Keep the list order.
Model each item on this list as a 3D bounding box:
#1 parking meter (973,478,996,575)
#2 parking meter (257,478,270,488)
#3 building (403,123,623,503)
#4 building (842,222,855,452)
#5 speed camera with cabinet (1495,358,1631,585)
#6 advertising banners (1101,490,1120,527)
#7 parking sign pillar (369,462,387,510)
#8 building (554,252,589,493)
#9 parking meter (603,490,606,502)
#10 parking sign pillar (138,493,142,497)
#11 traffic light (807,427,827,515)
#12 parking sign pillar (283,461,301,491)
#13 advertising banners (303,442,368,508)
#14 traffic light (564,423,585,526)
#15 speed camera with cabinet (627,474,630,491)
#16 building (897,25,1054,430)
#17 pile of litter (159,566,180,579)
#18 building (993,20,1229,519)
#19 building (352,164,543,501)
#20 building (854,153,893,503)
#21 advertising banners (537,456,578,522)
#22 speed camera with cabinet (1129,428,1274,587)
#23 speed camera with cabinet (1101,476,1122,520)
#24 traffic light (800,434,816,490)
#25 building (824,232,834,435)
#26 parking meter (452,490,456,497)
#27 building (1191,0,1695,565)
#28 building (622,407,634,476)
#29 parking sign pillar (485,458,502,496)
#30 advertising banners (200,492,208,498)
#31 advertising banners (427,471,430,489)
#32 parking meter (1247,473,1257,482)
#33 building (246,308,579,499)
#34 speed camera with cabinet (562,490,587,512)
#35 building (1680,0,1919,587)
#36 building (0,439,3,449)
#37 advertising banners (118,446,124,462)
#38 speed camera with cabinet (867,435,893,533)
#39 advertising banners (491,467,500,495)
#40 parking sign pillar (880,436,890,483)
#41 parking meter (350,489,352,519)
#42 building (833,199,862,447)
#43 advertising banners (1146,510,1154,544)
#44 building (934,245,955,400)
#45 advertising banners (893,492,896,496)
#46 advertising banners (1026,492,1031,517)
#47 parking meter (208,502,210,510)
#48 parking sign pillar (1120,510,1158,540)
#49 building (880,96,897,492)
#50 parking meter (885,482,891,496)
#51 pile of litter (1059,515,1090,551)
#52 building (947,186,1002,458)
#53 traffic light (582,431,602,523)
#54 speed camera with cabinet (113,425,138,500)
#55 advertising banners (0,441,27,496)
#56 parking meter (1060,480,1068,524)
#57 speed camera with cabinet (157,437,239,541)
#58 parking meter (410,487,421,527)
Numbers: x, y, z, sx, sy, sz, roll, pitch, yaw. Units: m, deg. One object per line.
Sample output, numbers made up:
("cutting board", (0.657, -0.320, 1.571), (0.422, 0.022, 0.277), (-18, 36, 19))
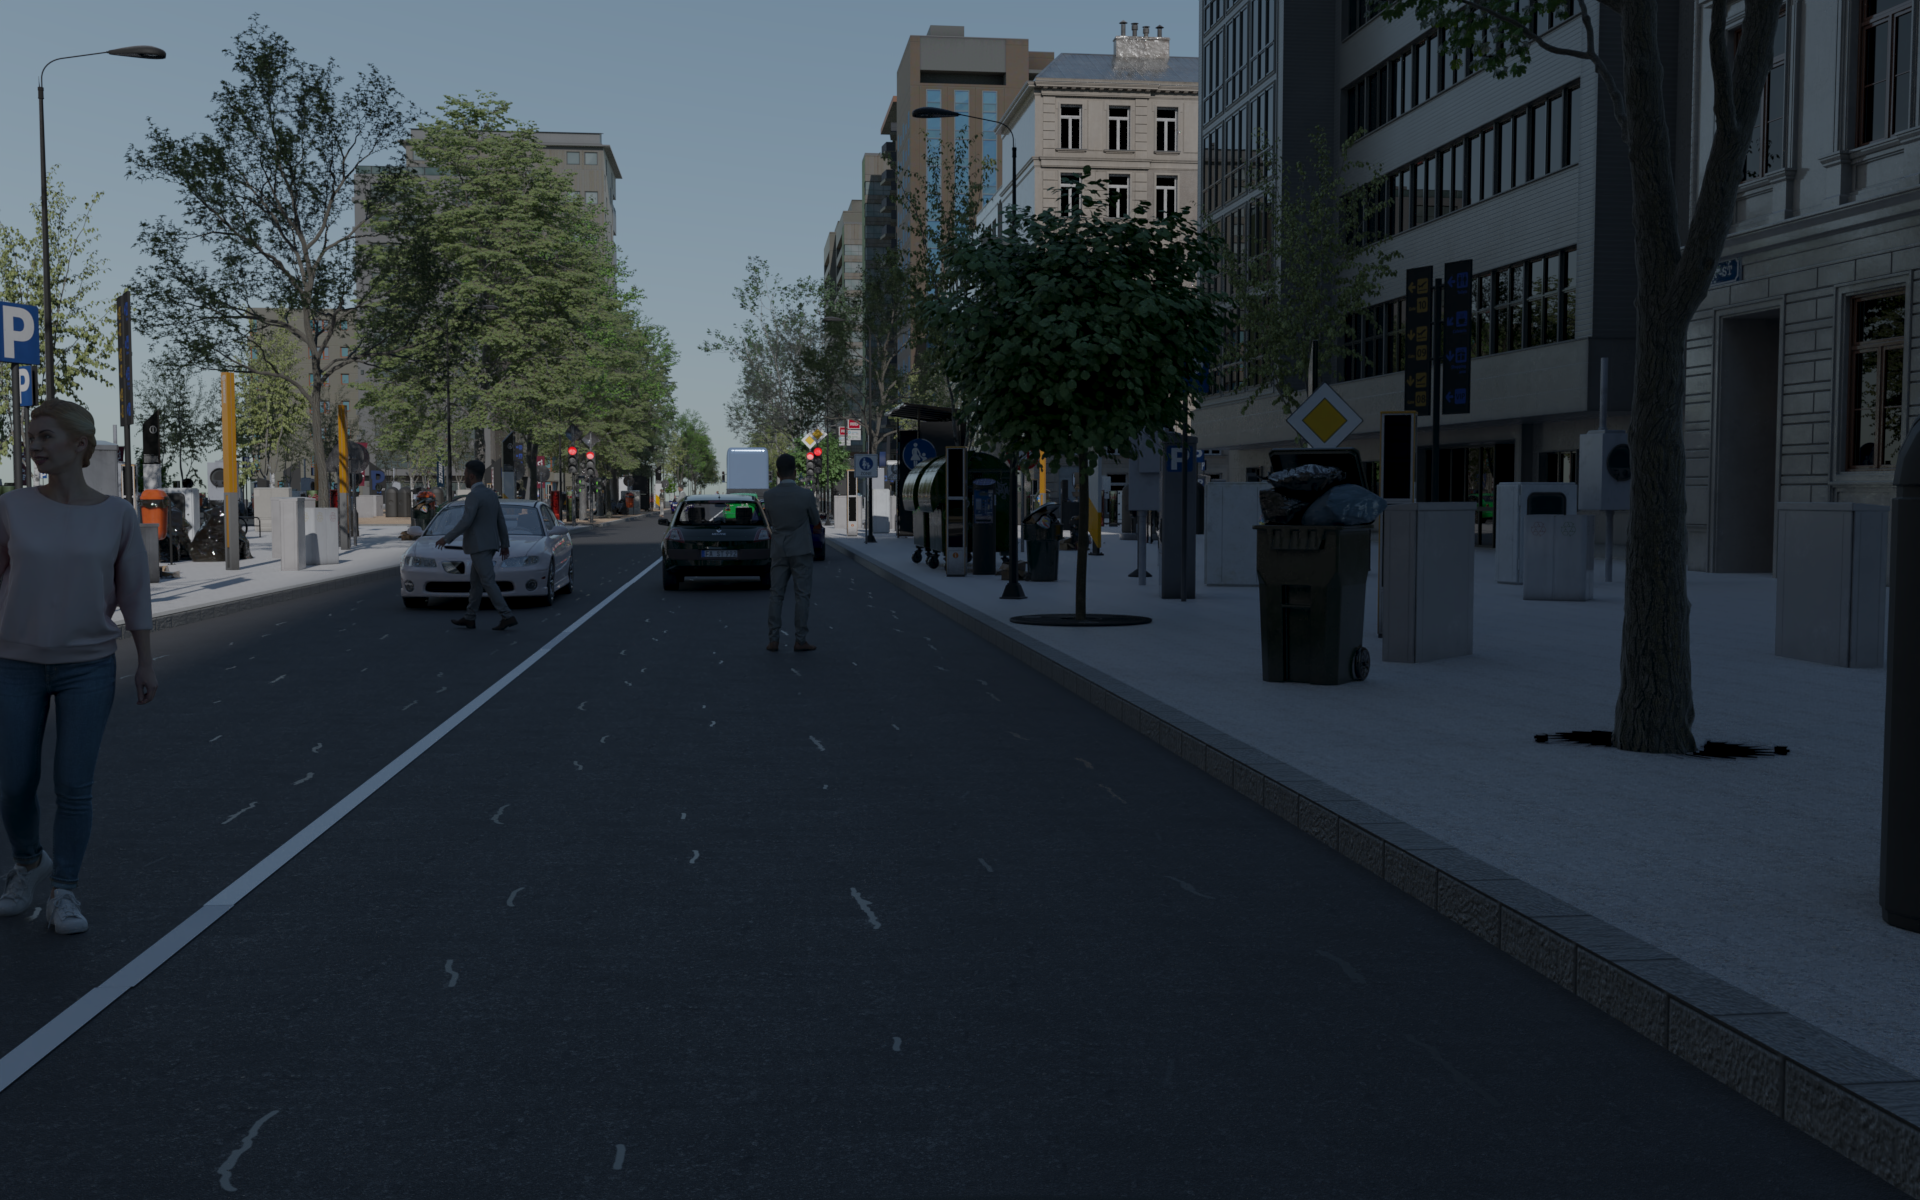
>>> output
("parking meter", (0.385, -1.168, 27.506), (0.372, 1.533, 0.369), (0, 3, 0))
("parking meter", (-24.812, -3.429, 61.768), (0.399, 1.863, 0.255), (0, 4, 4))
("building", (-64.716, -40.690, 254.527), (28.713, 52.752, 27.495), (0, 4, -7))
("building", (-10.847, -35.390, 262.218), (14.154, 41.232, 14.086), (0, 4, -7))
("speed camera with cabinet", (8.739, -1.865, 24.831), (2.038, 3.252, 0.660), (-1, 4, -17))
("advertising banners", (5.548, -4.420, 68.452), (0.090, 3.025, 2.074), (-3, 5, -40))
("parking sign pillar", (-48.084, -9.455, 143.067), (1.447, 3.967, 1.447), (-3, 5, -43))
("building", (-50.217, -26.099, 198.412), (14.160, 30.474, 14.107), (0, 4, -7))
("parking meter", (-24.285, -6.754, 118.833), (0.372, 1.533, 0.369), (0, 3, 0))
("parking sign pillar", (-62.806, -8.812, 132.540), (1.447, 3.967, 1.447), (1, 4, 17))
("traffic light", (-5.752, -4.946, 69.780), (0.839, 4.253, 0.868), (0, 4, -7))
("parking sign pillar", (-52.704, -9.067, 136.725), (1.447, 3.967, 1.447), (-1, 4, -14))
("advertising banners", (-20.928, -3.787, 58.112), (2.074, 3.025, 0.090), (-2, 4, -25))
("traffic light", (-15.287, -4.872, 68.579), (0.839, 4.253, 0.868), (0, 4, -7))
("speed camera with cabinet", (-25.311, -8.478, 132.950), (0.660, 3.252, 2.038), (0, 4, -2))
("building", (1.407, -31.670, 167.922), (14.600, 45.320, 14.200), (0, 4, -7))
("pile of litter", (-12.733, -0.772, 26.591), (1.719, 0.858, 1.176), (3, 5, 43))
("building", (15.146, -18.321, 96.817), (25.104, 27.353, 12.463), (0, 4, -7))
("building", (-45.607, -23.480, 155.596), (14.160, 30.474, 14.107), (0, 4, -7))
("building", (-4.985, -32.257, 210.993), (14.154, 41.232, 14.086), (0, 4, -7))
("advertising banners", (-18.511, -5.084, 79.316), (2.074, 3.025, 0.090), (-3, 4, -37))
("speed camera with cabinet", (3.418, -1.829, 24.242), (2.038, 3.252, 0.660), (1, 4, 15))
("speed camera with cabinet", (7.547, -5.596, 85.824), (0.660, 3.252, 2.038), (-3, 5, -41))
("traffic light", (-6.740, -5.430, 77.704), (0.839, 4.253, 0.868), (0, 4, -7))
("building", (-12.514, -41.494, 302.132), (21.300, 48.544, 21.600), (0, 4, -7))
("parking meter", (-34.259, -6.643, 117.026), (0.372, 1.533, 0.369), (0, 3, 0))
("building", (16.672, -13.862, 45.718), (14.314, 24.678, 30.058), (0, 4, -7))
("building", (-67.934, -26.837, 283.818), (27.650, 21.520, 28.899), (0, 4, -7))
("parking sign pillar", (-35.622, -8.911, 134.161), (1.447, 3.967, 1.447), (3, 4, 36))
("advertising banners", (-56.842, -8.275, 131.488), (2.074, 3.025, 0.090), (1, 4, 14))
("advertising banners", (-40.802, -8.397, 133.484), (0.090, 3.025, 2.074), (0, 4, -4))
("parking meter", (8.013, -2.561, 47.590), (0.255, 1.863, 0.399), (0, 4, 2))
("building", (-54.046, -20.278, 176.581), (27.650, 21.520, 28.899), (0, 4, -7))
("speed camera with cabinet", (-27.521, -7.861, 122.866), (2.038, 3.252, 0.660), (-2, 4, -32))
("building", (18.295, -11.199, 19.265), (11.583, 22.565, 21.152), (0, 4, -7))
("building", (-42.959, -23.611, 40.657), (28.867, 44.769, 22.147), (0, 4, -7))
("advertising banners", (-31.200, -4.087, 63.016), (2.074, 3.025, 0.090), (1, 4, 18))
("speed camera with cabinet", (-2.724, -3.854, 57.351), (0.660, 3.252, 2.038), (-1, 4, -10))
("advertising banners", (-29.847, -7.045, 111.370), (0.090, 3.025, 2.074), (-2, 4, -28))
("parking sign pillar", (-3.417, -5.557, 79.332), (1.447, 3.967, 1.447), (0, 4, -1))
("parking meter", (-21.868, -3.421, 61.647), (0.399, 1.863, 0.255), (-1, 4, -17))
("building", (-8.785, -40.177, 280.593), (21.300, 48.544, 21.600), (0, 4, -7))
("advertising banners", (4.909, -3.015, 45.476), (0.090, 3.025, 2.074), (0, 4, -1))
("building", (5.208, -19.460, 137.263), (14.460, 24.649, 34.723), (0, 4, -7))
("advertising banners", (-3.766, -6.905, 109.080), (0.090, 3.025, 2.074), (1, 4, 20))
("advertising banners", (2.731, -5.559, 87.070), (2.074, 3.025, 0.090), (0, 4, -5))
("parking meter", (-45.132, -5.872, 104.419), (0.372, 1.533, 0.369), (0, 3, 0))
("parking sign pillar", (5.200, -3.669, 48.458), (1.447, 3.967, 1.447), (1, 4, 11))
("building", (2.760, -32.760, 190.246), (22.147, 44.769, 28.867), (0, 4, -7))
("parking meter", (-3.320, -4.416, 77.918), (0.399, 1.863, 0.255), (-1, 4, -17))
("pile of litter", (2.477, -1.583, 39.847), (1.176, 0.858, 1.719), (1, 4, 19))
("building", (5.331, -15.701, 111.469), (10.420, 20.320, 16.860), (0, 4, -7))
("traffic light", (-16.275, -5.357, 76.503), (0.839, 4.253, 0.868), (0, 4, -7))
("speed camera with cabinet", (-23.942, -3.328, 48.747), (0.660, 3.252, 2.038), (0, 4, 4))
("advertising banners", (-32.768, -3.891, 59.801), (0.090, 3.025, 2.074), (0, 4, -6))
("parking meter", (4.257, -3.975, 70.704), (0.255, 1.863, 0.399), (-1, 4, -9))
("speed camera with cabinet", (-20.937, -3.254, 47.535), (2.038, 3.252, 0.660), (0, 4, -6))
("parking meter", (-18.826, -3.153, 59.957), (0.372, 1.533, 0.369), (0, 3, 0))
